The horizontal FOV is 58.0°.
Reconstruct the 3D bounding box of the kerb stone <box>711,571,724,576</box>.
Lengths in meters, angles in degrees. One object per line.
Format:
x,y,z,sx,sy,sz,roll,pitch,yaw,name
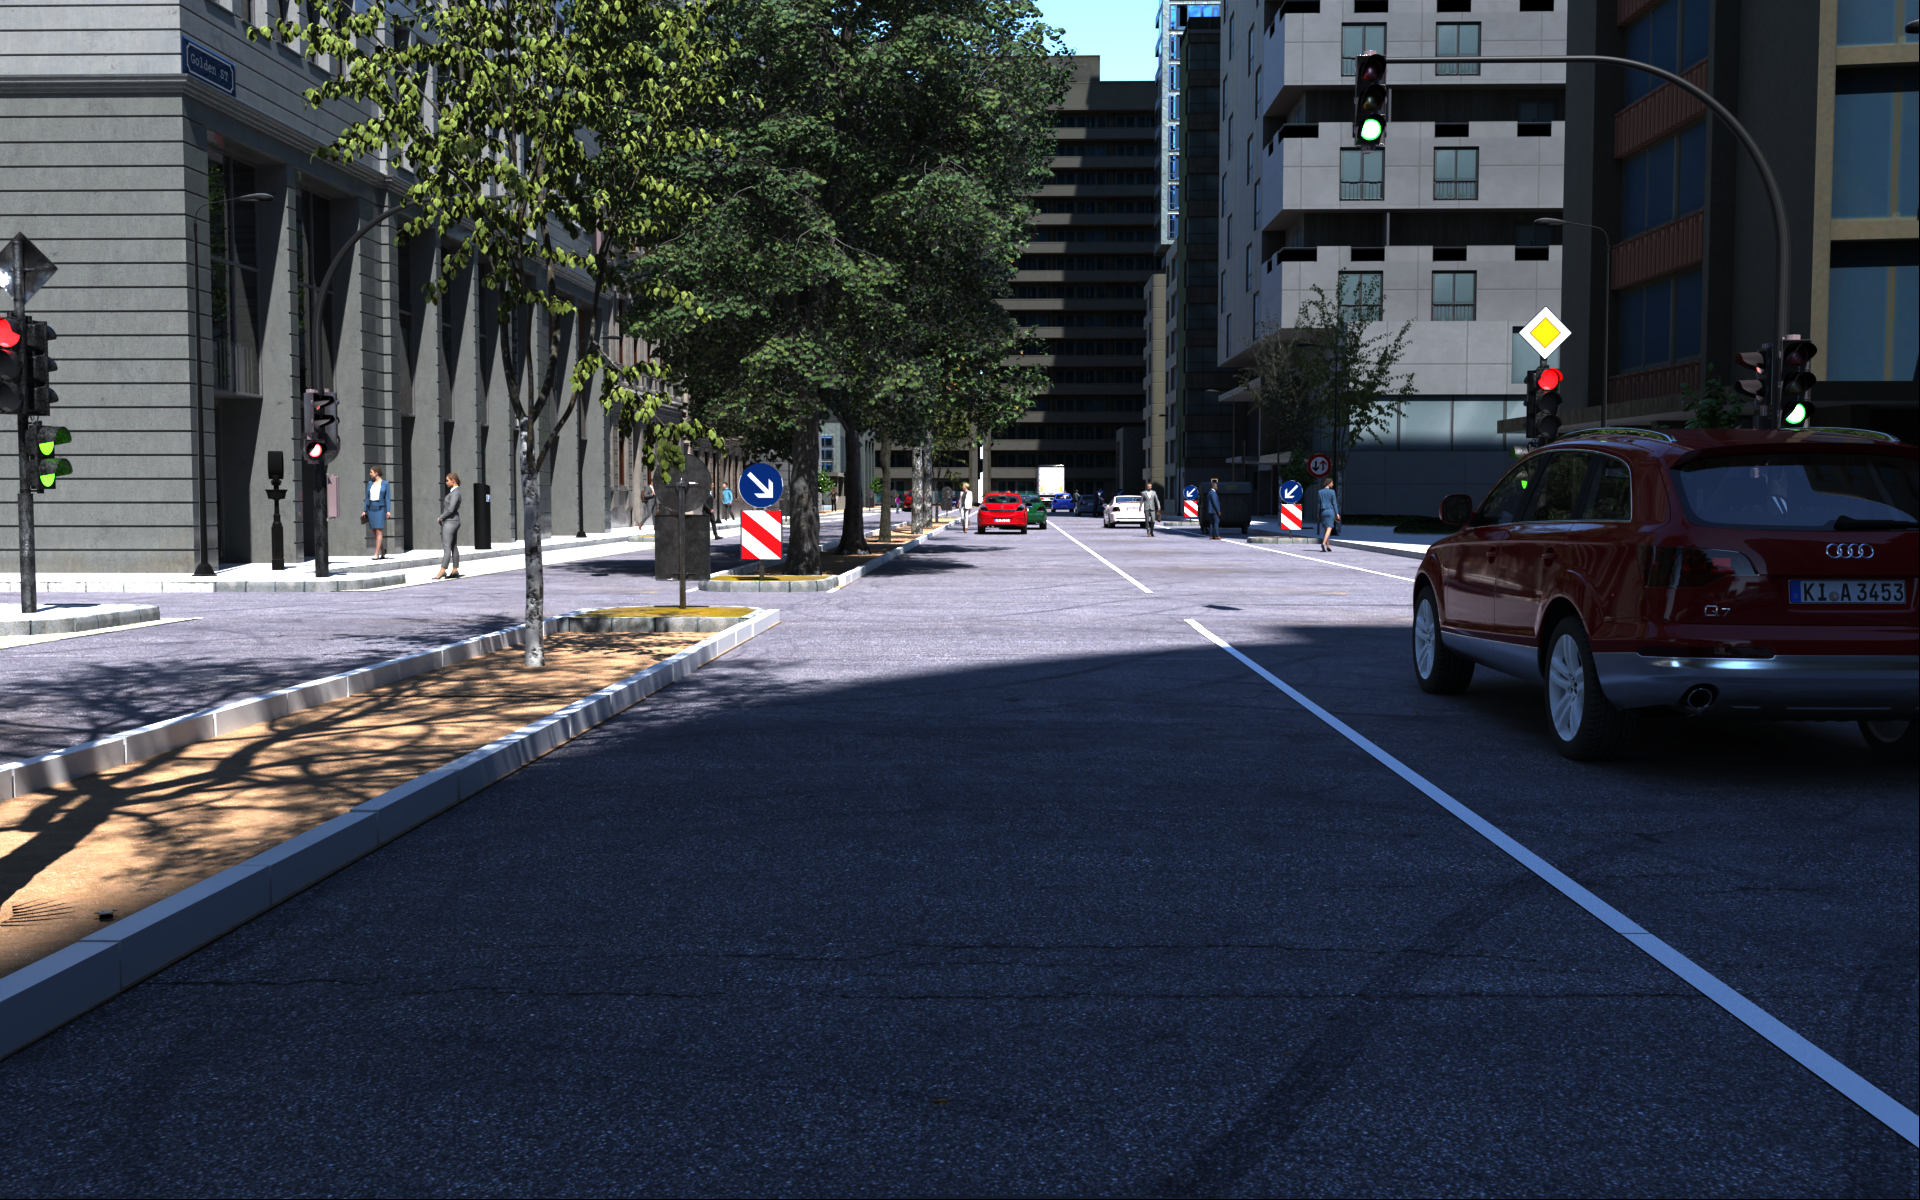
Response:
-3.936,-0.330,27.587,0.120,0.150,1.000,0,4,2,kerb stone

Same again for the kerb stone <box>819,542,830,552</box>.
-3.472,-1.333,43.994,0.120,0.150,1.000,0,4,2,kerb stone

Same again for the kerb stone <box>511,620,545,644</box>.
-4.252,0.329,16.811,0.120,0.150,1.000,0,4,2,kerb stone

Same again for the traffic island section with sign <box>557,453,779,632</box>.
-3.128,-0.650,18.771,2.006,1.907,1.989,0,4,2,traffic island section with sign

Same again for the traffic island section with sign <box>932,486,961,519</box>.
-0.794,-5.697,101.284,2.006,1.907,1.989,0,4,2,traffic island section with sign

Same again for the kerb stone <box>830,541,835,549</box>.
-3.438,-1.393,45.016,0.120,0.150,1.000,0,4,2,kerb stone

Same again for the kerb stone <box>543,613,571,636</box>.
-4.216,0.270,17.841,0.120,0.150,1.000,0,4,2,kerb stone

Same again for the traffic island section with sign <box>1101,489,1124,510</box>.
11.665,-7.297,127.932,1.989,1.847,2.006,0,4,2,traffic island section with sign

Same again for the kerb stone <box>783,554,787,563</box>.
-3.705,-0.831,35.800,0.120,0.150,1.000,0,4,2,kerb stone

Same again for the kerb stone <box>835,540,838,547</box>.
-3.417,-1.458,46.038,0.120,0.150,1.000,0,4,2,kerb stone

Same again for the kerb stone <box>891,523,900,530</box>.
-2.689,-3.023,71.626,0.120,0.150,1.000,0,4,2,kerb stone

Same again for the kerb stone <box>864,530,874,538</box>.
-3.069,-2.209,58.315,0.120,0.150,1.000,0,4,2,kerb stone

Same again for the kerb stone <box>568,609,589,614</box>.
-4.178,0.204,18.862,0.120,0.150,1.000,0,4,2,kerb stone

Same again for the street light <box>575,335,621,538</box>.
-10.607,-4.786,50.798,1.470,5.913,1.316,0,4,2,street light

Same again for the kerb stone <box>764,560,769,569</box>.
-3.788,-0.643,32.715,0.120,0.150,1.000,0,4,2,kerb stone

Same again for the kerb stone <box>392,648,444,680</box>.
-4.331,0.518,13.731,0.120,0.150,1.000,0,4,2,kerb stone

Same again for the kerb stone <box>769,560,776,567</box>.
-3.768,-0.706,33.746,0.120,0.150,1.000,0,4,2,kerb stone

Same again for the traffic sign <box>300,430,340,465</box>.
-11.406,-1.882,30.869,0.768,2.556,0.104,0,4,8,traffic sign

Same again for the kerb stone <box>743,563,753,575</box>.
-3.845,-0.518,30.662,0.120,0.150,1.000,0,4,2,kerb stone

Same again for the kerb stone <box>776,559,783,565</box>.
-3.735,-0.763,34.776,0.120,0.150,1.000,0,4,2,kerb stone

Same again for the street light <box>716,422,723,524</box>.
-9.938,-6.261,74.906,1.470,5.913,1.316,0,4,2,street light

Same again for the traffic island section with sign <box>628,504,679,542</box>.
-8.807,-2.659,52.109,1.989,1.847,2.006,0,4,2,traffic island section with sign

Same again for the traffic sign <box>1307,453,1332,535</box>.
11.266,-3.319,54.369,0.768,2.556,0.104,0,4,5,traffic sign

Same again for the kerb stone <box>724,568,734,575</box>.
-3.912,-0.392,28.609,0.120,0.150,1.000,0,4,2,kerb stone

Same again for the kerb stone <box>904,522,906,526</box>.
-2.573,-3.273,75.713,0.120,0.150,1.000,0,4,2,kerb stone

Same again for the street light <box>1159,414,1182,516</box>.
12.292,-7.866,101.148,1.470,5.913,1.316,0,4,2,street light

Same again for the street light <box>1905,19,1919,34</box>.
9.945,-2.725,17.095,1.470,5.913,1.316,0,4,2,street light

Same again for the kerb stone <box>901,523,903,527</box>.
-2.628,-3.148,73.670,0.120,0.150,1.000,0,4,2,kerb stone

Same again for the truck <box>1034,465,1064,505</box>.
8.845,-11.146,171.153,2.839,4.237,11.283,0,4,1,truck

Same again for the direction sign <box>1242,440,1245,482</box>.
11.952,-4.956,73.028,0.379,3.537,0.876,0,4,4,direction sign

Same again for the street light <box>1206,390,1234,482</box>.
11.635,-6.401,77.195,1.470,5.913,1.316,0,4,2,street light

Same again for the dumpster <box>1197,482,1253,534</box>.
9.462,-3.284,61.902,1.865,1.857,1.264,0,4,1,dumpster

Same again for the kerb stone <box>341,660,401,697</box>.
-4.357,0.580,12.710,0.120,0.150,1.000,0,4,2,kerb stone

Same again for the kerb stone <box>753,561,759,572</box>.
-3.825,-0.579,31.685,0.120,0.150,1.000,0,4,2,kerb stone

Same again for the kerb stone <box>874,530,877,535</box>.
-3.039,-2.272,59.336,0.120,0.150,1.000,0,4,2,kerb stone

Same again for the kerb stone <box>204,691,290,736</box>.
-4.410,0.705,10.663,0.120,0.150,1.000,0,4,2,kerb stone

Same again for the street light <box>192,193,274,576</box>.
-11.294,-3.326,26.929,1.470,5.913,1.316,0,4,2,street light

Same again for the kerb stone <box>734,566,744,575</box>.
-3.884,-0.452,29.638,0.120,0.150,1.000,0,4,2,kerb stone

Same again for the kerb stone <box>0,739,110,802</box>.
-4.476,0.836,8.620,0.120,0.150,1.000,0,4,2,kerb stone

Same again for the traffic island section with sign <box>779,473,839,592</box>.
-2.909,-1.103,26.175,2.006,1.907,1.989,0,4,2,traffic island section with sign

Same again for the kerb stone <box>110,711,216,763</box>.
-4.443,0.768,9.641,0.120,0.150,1.000,0,4,2,kerb stone

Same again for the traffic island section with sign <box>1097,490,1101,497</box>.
12.418,-8.945,154.877,1.989,1.847,2.006,0,4,2,traffic island section with sign

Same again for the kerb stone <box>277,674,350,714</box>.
-4.387,0.643,11.688,0.120,0.150,1.000,0,4,2,kerb stone

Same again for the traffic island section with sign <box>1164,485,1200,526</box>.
10.256,-4.265,78.356,1.989,1.847,2.006,0,4,2,traffic island section with sign

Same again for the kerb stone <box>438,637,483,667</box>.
-4.299,0.455,14.753,0.120,0.150,1.000,0,4,2,kerb stone

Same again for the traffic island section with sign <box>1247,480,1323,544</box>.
9.476,-2.578,50.774,1.989,1.847,2.006,0,4,2,traffic island section with sign

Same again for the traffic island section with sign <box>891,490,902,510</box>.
-5.877,-9.002,155.816,1.989,1.847,2.006,0,4,2,traffic island section with sign

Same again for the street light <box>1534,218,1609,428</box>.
10.350,-3.471,29.298,1.470,5.913,1.316,0,4,2,street light

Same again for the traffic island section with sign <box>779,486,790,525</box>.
-8.014,-4.359,79.895,1.989,1.847,2.006,0,4,2,traffic island section with sign

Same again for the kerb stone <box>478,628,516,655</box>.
-4.273,0.392,15.781,0.120,0.150,1.000,0,4,2,kerb stone

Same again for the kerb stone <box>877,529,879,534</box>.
-3.013,-2.329,60.359,0.120,0.150,1.000,0,4,2,kerb stone

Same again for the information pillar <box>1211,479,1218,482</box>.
12.278,-4.839,83.610,0.304,2.012,0.304,1,4,8,information pillar

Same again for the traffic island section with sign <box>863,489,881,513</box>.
-6.651,-7.327,128.424,1.989,1.847,2.006,0,4,2,traffic island section with sign

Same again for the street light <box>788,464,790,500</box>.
-9.272,-7.758,99.384,1.470,5.913,1.316,0,4,2,street light

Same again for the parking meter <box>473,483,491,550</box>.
-11.050,-1.936,40.065,0.372,1.533,0.369,0,3,0,parking meter

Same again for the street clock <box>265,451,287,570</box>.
-11.520,-1.507,29.205,0.358,2.002,0.471,-1,4,-18,street clock

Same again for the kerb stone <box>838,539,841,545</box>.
-3.377,-1.521,47.059,0.120,0.150,1.000,0,4,2,kerb stone

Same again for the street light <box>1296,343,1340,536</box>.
11.011,-4.941,53.324,1.470,5.913,1.316,0,4,2,street light
